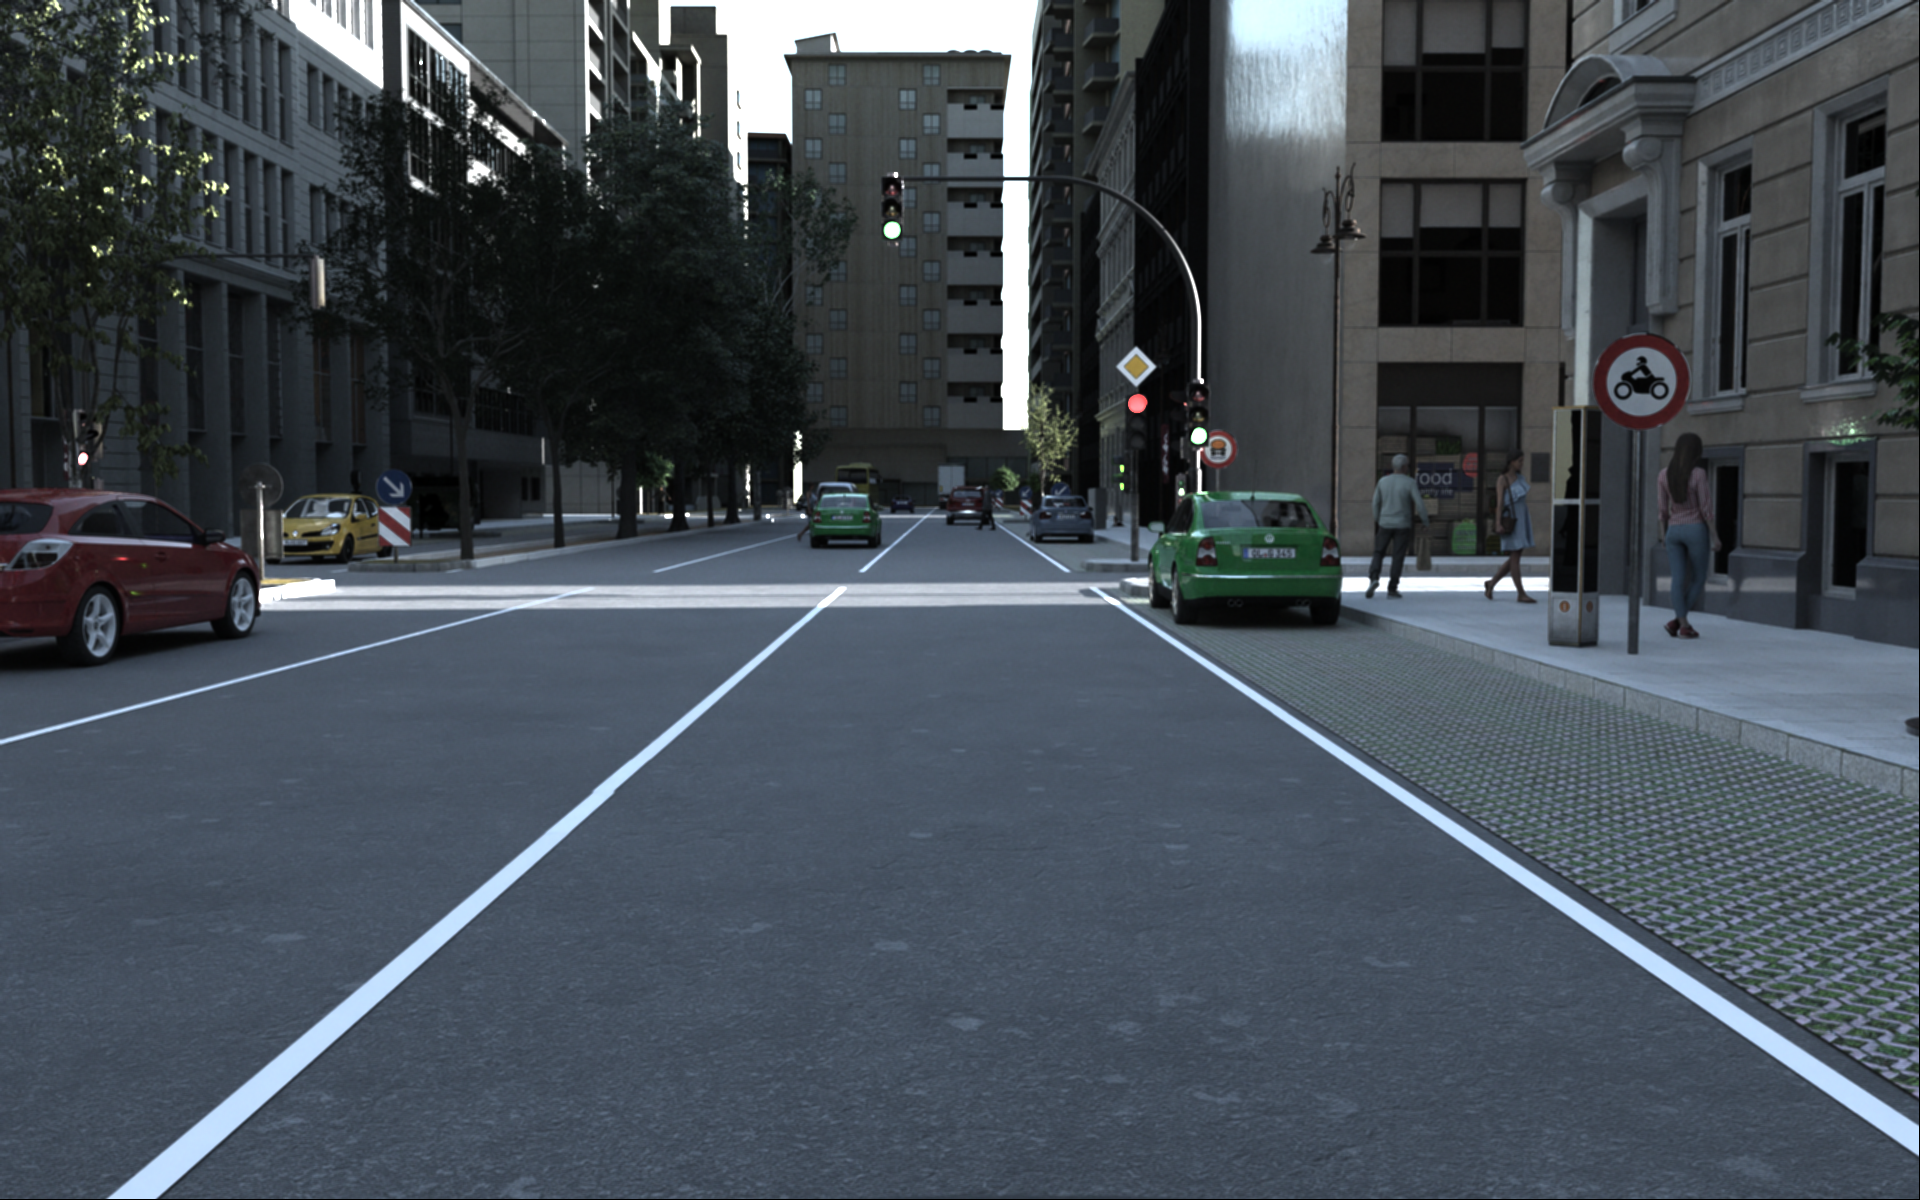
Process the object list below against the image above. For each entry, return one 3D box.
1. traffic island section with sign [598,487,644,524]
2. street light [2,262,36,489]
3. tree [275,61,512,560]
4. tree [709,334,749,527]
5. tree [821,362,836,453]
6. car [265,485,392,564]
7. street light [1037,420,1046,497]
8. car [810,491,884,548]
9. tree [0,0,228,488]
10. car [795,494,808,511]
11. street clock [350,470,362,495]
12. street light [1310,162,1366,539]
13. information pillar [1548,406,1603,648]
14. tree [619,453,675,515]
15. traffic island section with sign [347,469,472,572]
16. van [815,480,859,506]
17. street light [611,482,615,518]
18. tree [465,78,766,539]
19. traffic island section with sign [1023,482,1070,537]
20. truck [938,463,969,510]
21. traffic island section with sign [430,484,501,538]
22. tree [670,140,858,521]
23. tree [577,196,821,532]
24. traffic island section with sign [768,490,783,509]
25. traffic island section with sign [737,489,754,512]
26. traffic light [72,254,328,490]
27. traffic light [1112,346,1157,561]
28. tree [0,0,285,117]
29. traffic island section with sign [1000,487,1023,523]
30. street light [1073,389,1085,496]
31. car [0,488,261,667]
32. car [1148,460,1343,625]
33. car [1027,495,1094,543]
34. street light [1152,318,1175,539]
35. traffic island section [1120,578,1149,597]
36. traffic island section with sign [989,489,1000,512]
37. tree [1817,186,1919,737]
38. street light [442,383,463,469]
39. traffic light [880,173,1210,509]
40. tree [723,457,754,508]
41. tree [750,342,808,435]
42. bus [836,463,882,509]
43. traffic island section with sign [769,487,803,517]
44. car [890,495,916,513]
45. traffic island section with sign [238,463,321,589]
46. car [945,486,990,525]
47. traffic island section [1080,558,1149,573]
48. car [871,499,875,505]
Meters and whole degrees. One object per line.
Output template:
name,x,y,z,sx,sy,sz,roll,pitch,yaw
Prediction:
traffic island section with sign,-16.489,-4.643,84.537,1.989,1.847,2.006,0,4,0
street light,-18.605,-3.741,33.953,0.468,5.910,1.993,0,4,0
tree,-10.262,-6.074,36.184,8.767,10.594,7.601,0,4,0
tree,-10.506,-6.648,45.565,8.767,10.594,7.601,0,4,0
tree,-10.848,-9.955,82.223,9.611,12.733,9.660,0,3,0
car,-13.429,-1.626,36.814,2.015,1.641,3.980,0,4,-1
street light,5.067,-8.249,107.666,0.468,5.910,1.993,0,4,0
car,-3.087,-2.357,47.335,1.959,1.807,4.718,0,4,0
tree,-10.413,-4.116,20.119,4.737,8.622,4.395,0,3,0
car,-13.291,-8.602,150.423,2.009,1.686,4.222,0,4,-2
street clock,-18.265,-2.928,52.439,0.358,2.002,0.471,0,4,-5
street light,5.337,-3.169,24.606,0.468,5.910,1.993,0,4,0
information pillar,5.192,-0.619,14.607,0.304,2.012,0.304,-3,5,-40
tree,-18.890,-7.412,104.902,4.285,4.588,4.351,0,3,0
traffic island section with sign,-10.456,-1.500,32.660,2.006,1.907,1.989,0,4,0
van,-4.364,-3.412,62.801,2.013,2.044,4.112,0,4,1
street light,-18.918,-7.429,94.258,0.468,5.910,1.993,0,4,0
tree,-10.500,-8.878,54.274,9.857,13.997,8.962,0,3,0
traffic island section with sign,3.248,-3.053,58.547,1.989,1.847,2.006,0,4,0
truck,-0.669,-10.681,163.550,2.839,4.237,11.283,0,4,1
traffic island section with sign,-16.372,-2.994,57.582,1.989,1.847,2.006,0,4,0
tree,-12.092,-14.363,93.180,12.611,20.169,13.585,0,3,0
tree,-10.549,-8.892,64.844,9.611,12.733,9.660,0,3,0
traffic island section with sign,-16.826,-9.362,161.692,1.989,1.847,2.006,0,4,0
traffic island section with sign,-16.710,-7.713,134.737,1.989,1.847,2.006,0,4,0
traffic light,-14.451,-3.561,32.887,4.771,5.953,1.251,0,4,0
traffic light,3.318,-2.693,32.946,0.839,4.253,0.868,0,4,0
tree,-10.253,-6.036,11.513,12.009,13.543,11.850,0,3,0
traffic island section with sign,3.140,-4.739,86.117,1.989,1.847,2.006,0,4,0
street light,5.246,-6.339,76.435,0.468,5.910,1.993,0,4,0
car,-8.020,-0.419,15.887,2.155,1.783,4.494,0,4,1
car,3.246,-0.703,20.289,1.959,1.807,4.718,0,4,0
car,3.019,-2.429,51.716,2.014,1.417,4.499,0,4,0
street light,5.315,-4.456,45.637,0.468,5.910,1.993,0,4,0
traffic island section,3.393,-0.171,25.075,2.009,0.180,2.903,0,4,0
traffic island section with sign,2.922,-7.752,135.369,1.989,1.847,2.006,0,4,0
tree,5.583,-0.875,8.906,1.663,3.219,1.824,0,3,0
street light,-18.800,-5.581,64.041,0.468,5.910,1.993,0,4,0
traffic light,1.262,-3.067,24.810,4.771,5.953,1.251,0,4,0
tree,-19.715,-12.636,156.962,4.737,8.622,4.395,0,3,0
tree,-10.553,-8.363,73.599,8.767,10.594,7.601,0,4,0
bus,-7.954,-8.847,136.191,2.896,3.916,12.252,0,4,1
traffic island section with sign,-10.797,-6.096,107.798,2.006,1.907,1.989,0,4,0
car,-4.312,-7.210,130.461,1.945,1.354,3.894,0,4,0
traffic island section with sign,-10.433,-1.047,25.253,2.006,1.907,1.989,0,4,0
car,0.397,-4.486,82.018,2.281,1.827,5.304,0,4,1
traffic island section,3.358,-0.659,33.060,2.009,0.180,2.903,0,4,0
car,-7.262,-7.196,127.439,2.009,1.686,4.222,0,4,-1
